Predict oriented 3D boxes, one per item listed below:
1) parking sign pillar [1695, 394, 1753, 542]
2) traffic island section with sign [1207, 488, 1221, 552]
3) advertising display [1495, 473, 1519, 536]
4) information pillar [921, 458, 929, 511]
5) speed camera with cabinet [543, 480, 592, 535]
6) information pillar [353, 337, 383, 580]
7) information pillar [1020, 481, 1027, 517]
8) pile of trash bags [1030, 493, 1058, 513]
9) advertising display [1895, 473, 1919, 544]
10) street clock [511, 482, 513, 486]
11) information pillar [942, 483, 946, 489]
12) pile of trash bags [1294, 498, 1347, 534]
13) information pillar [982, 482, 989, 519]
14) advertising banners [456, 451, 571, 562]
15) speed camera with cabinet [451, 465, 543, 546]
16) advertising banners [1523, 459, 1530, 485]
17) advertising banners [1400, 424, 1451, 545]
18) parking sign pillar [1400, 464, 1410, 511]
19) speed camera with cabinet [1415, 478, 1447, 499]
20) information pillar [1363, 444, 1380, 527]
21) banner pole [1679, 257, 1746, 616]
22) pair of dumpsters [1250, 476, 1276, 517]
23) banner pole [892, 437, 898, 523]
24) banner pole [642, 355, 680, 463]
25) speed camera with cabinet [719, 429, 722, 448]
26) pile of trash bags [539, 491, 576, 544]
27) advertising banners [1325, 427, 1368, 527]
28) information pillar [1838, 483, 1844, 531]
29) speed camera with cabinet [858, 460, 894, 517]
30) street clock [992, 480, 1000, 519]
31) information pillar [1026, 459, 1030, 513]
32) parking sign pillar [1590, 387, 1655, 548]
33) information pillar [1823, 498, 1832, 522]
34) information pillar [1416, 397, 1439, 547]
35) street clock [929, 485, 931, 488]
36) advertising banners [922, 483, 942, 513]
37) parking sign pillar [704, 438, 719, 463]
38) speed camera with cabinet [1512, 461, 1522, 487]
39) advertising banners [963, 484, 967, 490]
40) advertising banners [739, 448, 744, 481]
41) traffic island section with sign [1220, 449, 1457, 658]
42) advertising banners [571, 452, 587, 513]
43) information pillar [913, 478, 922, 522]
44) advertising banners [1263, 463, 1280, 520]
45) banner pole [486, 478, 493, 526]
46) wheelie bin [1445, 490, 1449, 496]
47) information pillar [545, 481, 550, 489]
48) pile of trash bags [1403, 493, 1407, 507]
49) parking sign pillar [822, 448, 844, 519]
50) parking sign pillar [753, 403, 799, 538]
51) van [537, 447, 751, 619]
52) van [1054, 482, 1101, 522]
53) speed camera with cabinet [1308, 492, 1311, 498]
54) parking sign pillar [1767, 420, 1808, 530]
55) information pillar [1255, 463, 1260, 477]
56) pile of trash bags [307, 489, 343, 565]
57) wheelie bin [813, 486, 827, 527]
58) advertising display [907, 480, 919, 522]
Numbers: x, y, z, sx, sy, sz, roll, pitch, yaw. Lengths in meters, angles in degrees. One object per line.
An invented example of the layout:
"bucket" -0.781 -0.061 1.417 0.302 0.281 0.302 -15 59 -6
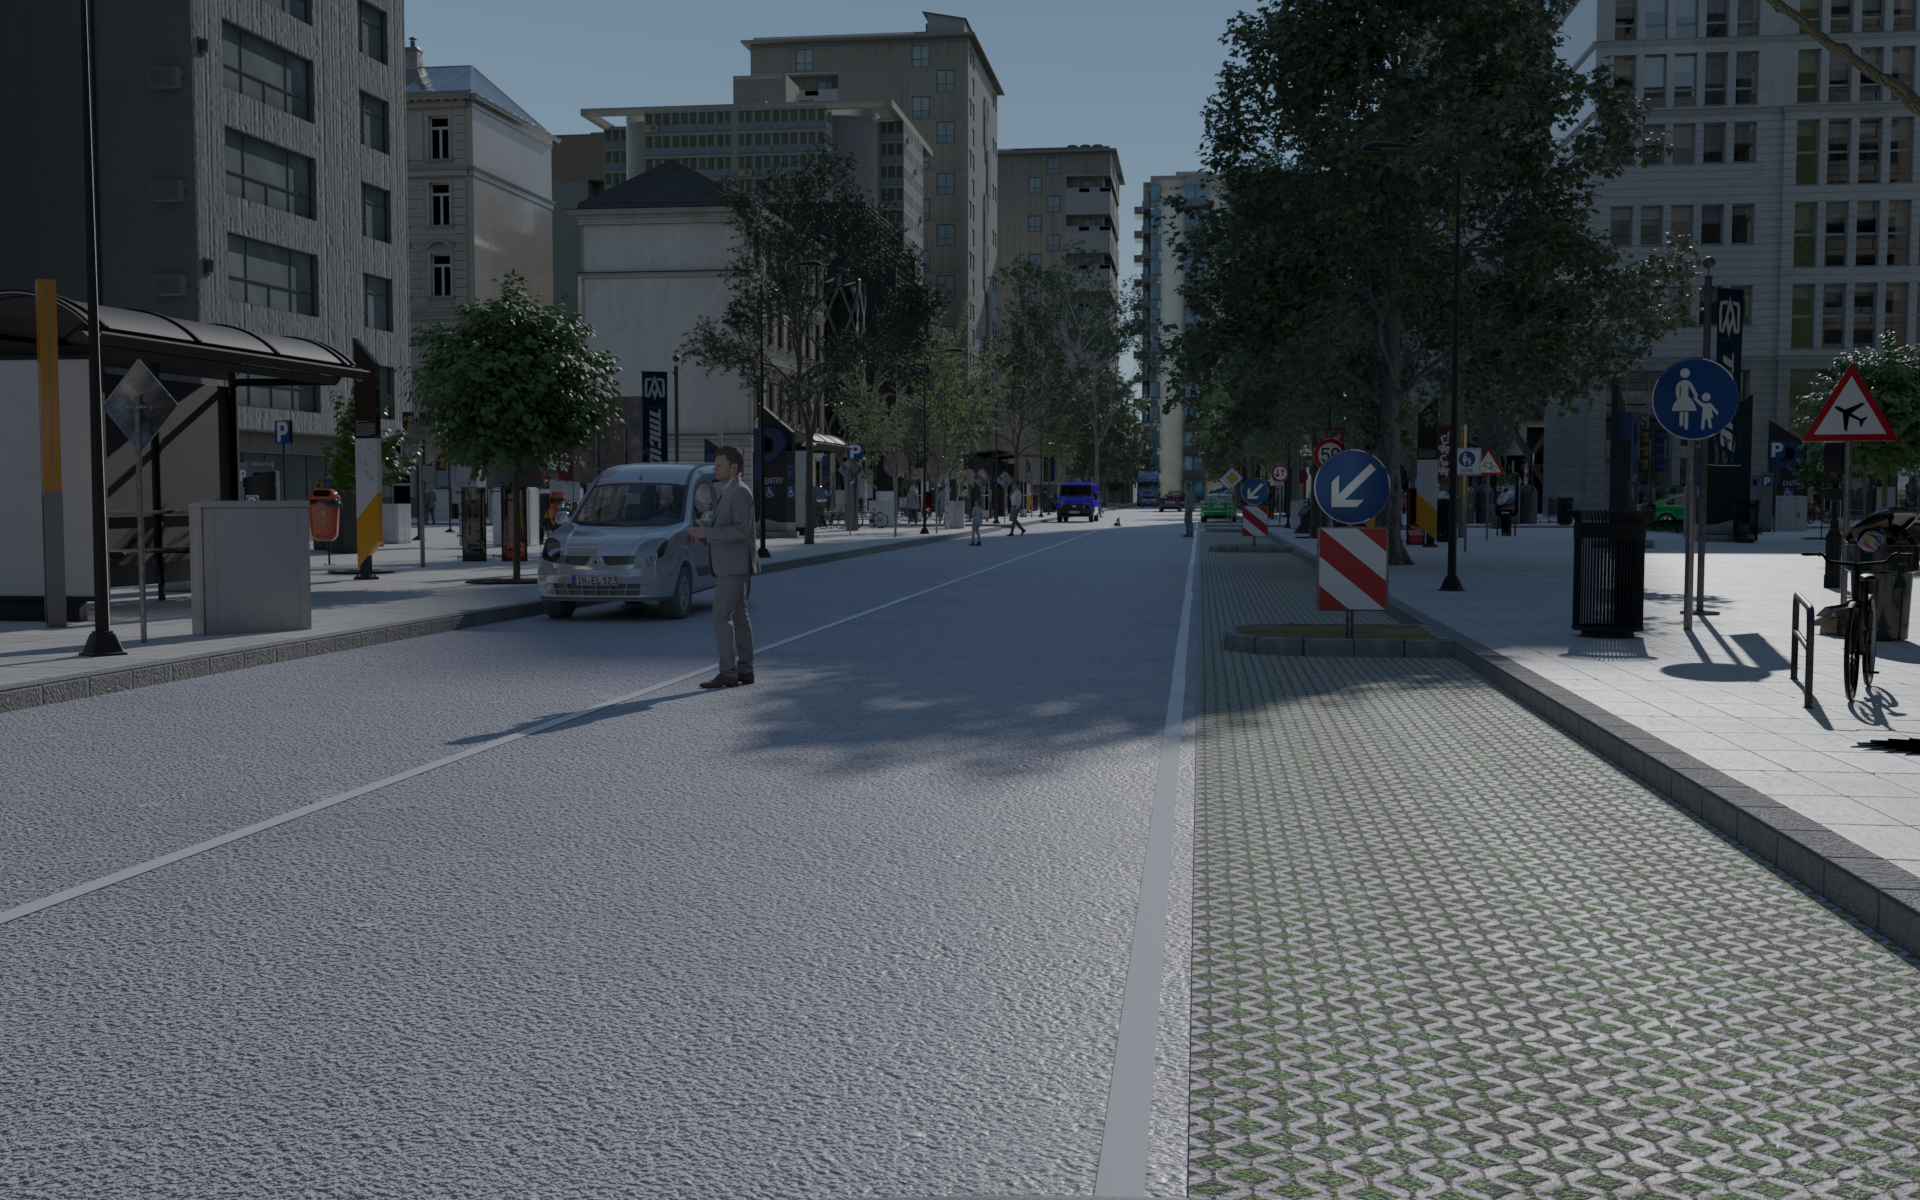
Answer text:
"parking sign pillar" 20.711 -3.578 46.966 1.447 3.967 1.447 0 4 7
"traffic island section with sign" 7.195 -2.104 43.031 1.989 1.847 2.006 0 4 8
"advertising display" 16.689 -2.915 52.866 0.123 1.923 0.974 -1 4 -20
"information pillar" -2.312 -7.499 113.969 0.504 3.616 0.183 0 4 0
"speed camera with cabinet" -12.324 -3.685 54.579 2.038 3.252 0.660 1 4 12
"information pillar" -8.849 -2.111 25.875 0.504 3.616 0.183 2 4 31
"information pillar" 3.522 -5.613 96.267 0.304 2.012 0.304 3 5 43
"pile of trash bags" 7.097 -7.528 132.837 3.447 1.369 1.912 1 4 11
"advertising display" 20.008 -1.900 36.271 0.123 1.923 0.974 -1 4 -16
"street clock" -24.585 -5.573 95.696 0.471 2.002 0.358 3 4 36
"information pillar" -1.514 -8.882 149.715 0.304 2.012 0.304 1 4 22
"pile of trash bags" 12.115 -2.795 55.446 1.912 1.369 3.447 -1 4 -13
"information pillar" 1.279 -5.075 87.473 0.304 2.012 0.304 -2 4 -25
"advertising banners" -8.514 -2.246 32.905 2.074 3.025 0.090 0 4 -3
"speed camera with cabinet" -11.486 -2.964 42.796 2.038 3.252 0.660 1 4 10
"advertising banners" 27.807 -5.523 86.491 0.090 3.025 2.074 -1 4 -16
"advertising banners" 11.434 -2.893 43.493 2.074 3.025 0.090 0 4 -6
"parking sign pillar" 33.549 -8.760 131.690 1.447 3.967 1.447 -1 4 -18
"speed camera with cabinet" 25.727 -6.101 94.090 0.660 3.252 2.038 -3 4 -38
"information pillar" 10.262 -3.151 42.875 0.504 3.616 0.183 0 4 -2
"banner pole" 8.089 -1.742 18.491 0.863 3.779 0.401 -2 4 -32
"pair of dumpsters" 16.623 -5.683 95.406 1.574 2.255 4.437 0 4 8
"banner pole" -2.859 -5.277 76.291 0.401 3.779 0.863 -1 4 -20
"banner pole" -5.316 -2.515 31.145 0.863 3.779 0.401 -2 4 -23
"speed camera with cabinet" -7.872 -3.589 53.011 0.660 3.252 2.038 -3 5 -42
"pile of trash bags" -10.873 -2.210 45.878 1.912 1.369 3.447 0 4 -6
"advertising banners" 10.478 -2.985 44.993 2.074 3.025 0.090 2 4 29
"information pillar" 30.769 -3.413 60.290 0.304 2.012 0.304 1 4 12
"speed camera with cabinet" -4.618 -6.225 96.120 2.038 3.252 0.660 -1 4 -23
"street clock" 1.858 -5.188 89.391 0.358 2.002 0.471 2 4 35
"information pillar" 4.497 -7.534 114.530 0.183 3.616 0.504 -2 4 -27
"parking sign pillar" 15.886 -3.238 41.409 1.447 3.967 1.447 2 4 31
"information pillar" 39.485 -4.542 78.760 0.304 2.012 0.304 3 4 36
"information pillar" 11.283 -3.083 41.767 0.504 3.616 0.183 2 4 28
"street clock" -2.591 -8.393 141.795 0.358 2.002 0.471 -2 4 -28
"advertising banners" -2.055 -7.056 111.549 2.074 3.025 0.090 -1 4 -14
"parking sign pillar" -11.554 -5.778 82.936 1.447 3.967 1.447 -1 4 -17
"speed camera with cabinet" 33.123 -6.679 103.543 0.660 3.252 2.038 2 4 27
"advertising banners" 0.658 -6.575 103.683 0.090 3.025 2.074 2 4 30
"advertising banners" -8.888 -4.332 67.017 0.090 3.025 2.074 -3 4 -38
"traffic island section with sign" 3.464 -0.456 16.086 1.989 1.847 2.006 0 4 8
"advertising banners" -7.446 -2.391 35.284 2.074 3.025 0.090 1 4 23
"information pillar" -1.946 -4.580 79.380 0.304 2.012 0.304 -1 4 -22
"advertising banners" 15.722 -5.573 87.302 0.090 3.025 2.074 -1 4 -17
"banner pole" -19.058 -4.865 69.552 0.863 3.779 0.401 1 4 18
"wheelie bin" 24.768 -4.835 86.960 0.980 1.594 0.693 -3 5 -41
"information pillar" -22.427 -5.506 94.514 0.304 2.012 0.304 1 4 17
"pile of trash bags" 29.774 -6.142 110.166 3.447 1.369 1.912 -1 4 -14
"parking sign pillar" -6.402 -5.872 84.473 1.447 3.967 1.447 0 4 7
"parking sign pillar" -5.466 -3.816 50.867 1.447 3.967 1.447 2 4 34
"van" -3.783 -0.872 21.267 2.013 2.044 4.112 0 4 8
"van" 6.129 -5.209 89.557 2.240 2.365 5.245 1 4 9
"speed camera with cabinet" 30.518 -9.305 146.470 2.038 3.252 0.660 -1 4 -15
"parking sign pillar" 29.876 -4.529 62.522 1.447 3.967 1.447 1 4 16
"information pillar" 20.178 -7.739 117.893 0.504 3.616 0.183 -1 4 -16
"pile of trash bags" -12.745 -1.288 30.817 3.447 1.369 1.912 0 4 -6
"wheelie bin" -5.628 -3.626 67.197 0.693 1.594 0.980 3 5 41
"advertising display" -2.127 -4.489 78.613 0.123 1.923 0.974 2 4 23
